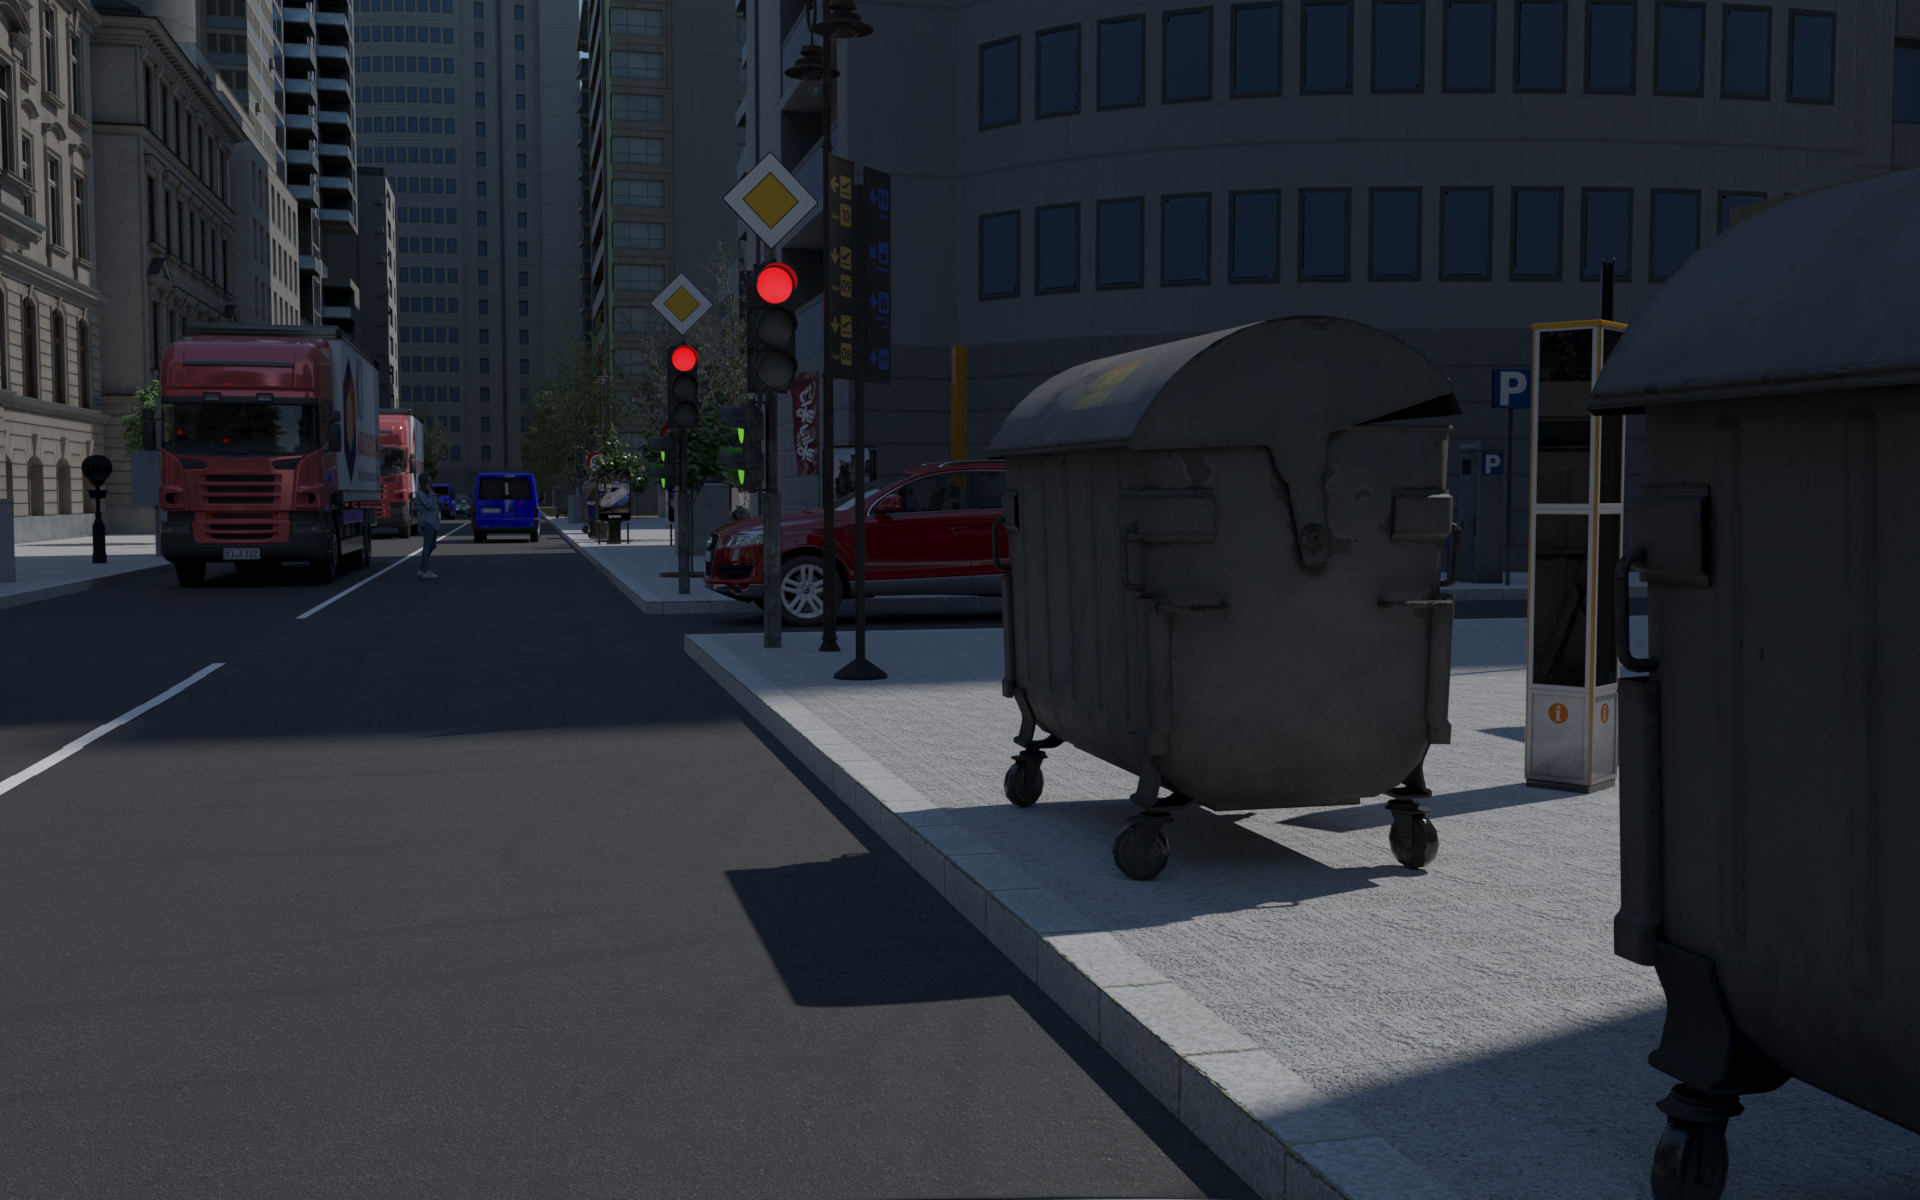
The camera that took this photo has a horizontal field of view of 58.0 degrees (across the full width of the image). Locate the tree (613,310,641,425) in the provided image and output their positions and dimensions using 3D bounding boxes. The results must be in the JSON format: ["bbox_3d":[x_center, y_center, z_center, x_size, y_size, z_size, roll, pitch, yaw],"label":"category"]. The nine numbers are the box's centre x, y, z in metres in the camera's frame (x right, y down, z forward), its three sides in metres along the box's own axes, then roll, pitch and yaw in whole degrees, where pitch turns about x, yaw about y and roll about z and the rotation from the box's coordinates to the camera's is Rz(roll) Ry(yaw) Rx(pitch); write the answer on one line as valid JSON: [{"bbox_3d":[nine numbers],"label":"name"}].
[{"bbox_3d":[-10.829,-6.957,64.113,4.360,8.622,3.978,0,3,0],"label":"tree"}]

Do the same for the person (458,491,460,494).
[{"bbox_3d":[-43.701,-8.656,150.958,0.756,1.711,0.436,1,4,19],"label":"person"}]

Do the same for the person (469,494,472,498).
[{"bbox_3d":[-35.013,-7.117,125.002,1.348,1.807,0.705,0,4,-2],"label":"person"}]

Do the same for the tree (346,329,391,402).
[{"bbox_3d":[-27.504,-7.731,76.771,4.360,8.622,3.978,0,3,0],"label":"tree"}]

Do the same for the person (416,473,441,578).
[{"bbox_3d":[-9.137,-1.278,29.662,0.793,1.790,0.793,-3,4,-36],"label":"person"}]

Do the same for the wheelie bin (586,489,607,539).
[{"bbox_3d":[-10.205,-2.529,49.262,0.693,1.594,0.980,-3,4,-36],"label":"wheelie bin"}]

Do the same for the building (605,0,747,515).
[{"bbox_3d":[-15.709,-26.193,111.856,14.154,41.232,14.086,-1,4,-14],"label":"building"}]

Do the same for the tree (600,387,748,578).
[{"bbox_3d":[-4.309,-1.981,26.985,1.663,3.219,1.824,0,3,0],"label":"tree"}]

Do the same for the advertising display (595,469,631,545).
[{"bbox_3d":[-8.820,-2.377,44.082,0.974,1.923,0.123,-3,5,-43],"label":"advertising display"}]

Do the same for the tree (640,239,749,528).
[{"bbox_3d":[-6.028,-6.061,49.464,4.360,8.622,3.978,0,3,0],"label":"tree"}]

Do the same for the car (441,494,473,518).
[{"bbox_3d":[-30.911,-5.795,106.551,2.131,1.459,4.920,-1,4,-14],"label":"car"}]

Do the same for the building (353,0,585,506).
[{"bbox_3d":[-55.264,-39.383,185.910,28.212,58.520,21.231,-1,4,-14],"label":"building"}]

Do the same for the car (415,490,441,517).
[{"bbox_3d":[-26.046,-4.539,82.893,2.281,1.827,5.304,-1,4,-13],"label":"car"}]

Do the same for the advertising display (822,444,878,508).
[{"bbox_3d":[-1.445,-1.070,22.713,0.123,1.923,0.974,-3,5,-45],"label":"advertising display"}]

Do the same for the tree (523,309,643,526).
[{"bbox_3d":[-14.880,-7.299,69.708,4.737,8.622,4.395,0,3,0],"label":"tree"}]

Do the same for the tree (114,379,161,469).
[{"bbox_3d":[-20.148,-3.748,44.997,4.285,4.588,4.351,0,3,0],"label":"tree"}]

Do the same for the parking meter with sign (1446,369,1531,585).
[{"bbox_3d":[7.564,-1.761,25.046,0.543,3.016,1.738,-1,4,-9],"label":"parking meter with sign"}]

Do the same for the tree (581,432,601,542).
[{"bbox_3d":[-9.397,-3.167,46.374,1.663,3.219,1.824,0,3,0],"label":"tree"}]

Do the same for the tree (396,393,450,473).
[{"bbox_3d":[-39.925,-10.820,127.268,4.737,8.622,4.395,0,3,0],"label":"tree"}]

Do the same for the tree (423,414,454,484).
[{"bbox_3d":[-48.497,-12.723,158.386,4.360,8.622,3.978,0,3,0],"label":"tree"}]

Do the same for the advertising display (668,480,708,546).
[{"bbox_3d":[-6.712,-2.295,42.741,0.974,1.923,0.123,0,4,4],"label":"advertising display"}]

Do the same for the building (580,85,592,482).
[{"bbox_3d":[-33.772,-32.889,187.839,14.200,45.320,14.600,-1,4,-14],"label":"building"}]

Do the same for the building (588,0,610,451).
[{"bbox_3d":[-16.423,-30.961,129.917,21.300,48.544,21.600,-1,4,-14],"label":"building"}]

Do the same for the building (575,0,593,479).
[{"bbox_3d":[-22.671,-30.599,154.923,22.147,44.769,28.867,-1,4,-14],"label":"building"}]

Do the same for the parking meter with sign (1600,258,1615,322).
[{"bbox_3d":[5.646,-1.013,12.829,1.738,3.016,0.543,1,4,20],"label":"parking meter with sign"}]

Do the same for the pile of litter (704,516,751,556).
[{"bbox_3d":[-4.436,-1.216,33.853,1.176,0.858,1.719,0,4,8],"label":"pile of litter"}]

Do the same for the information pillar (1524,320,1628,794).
[{"bbox_3d":[2.679,-0.186,7.539,0.304,2.012,0.304,3,5,42],"label":"information pillar"}]

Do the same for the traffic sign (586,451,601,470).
[{"bbox_3d":[-10.577,-3.104,50.863,0.768,2.556,0.104,0,4,-7],"label":"traffic sign"}]

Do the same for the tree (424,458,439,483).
[{"bbox_3d":[-42.053,-9.202,134.167,4.285,4.588,4.351,0,3,0],"label":"tree"}]

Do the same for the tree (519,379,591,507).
[{"bbox_3d":[-39.641,-15.438,170.540,7.486,12.596,7.792,0,3,0],"label":"tree"}]

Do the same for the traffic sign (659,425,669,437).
[{"bbox_3d":[-4.701,-1.781,29.220,0.768,2.556,0.104,-1,4,-12],"label":"traffic sign"}]

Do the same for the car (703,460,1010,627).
[{"bbox_3d":[-0.294,-0.692,19.980,5.304,1.827,2.281,-1,4,-14],"label":"car"}]
